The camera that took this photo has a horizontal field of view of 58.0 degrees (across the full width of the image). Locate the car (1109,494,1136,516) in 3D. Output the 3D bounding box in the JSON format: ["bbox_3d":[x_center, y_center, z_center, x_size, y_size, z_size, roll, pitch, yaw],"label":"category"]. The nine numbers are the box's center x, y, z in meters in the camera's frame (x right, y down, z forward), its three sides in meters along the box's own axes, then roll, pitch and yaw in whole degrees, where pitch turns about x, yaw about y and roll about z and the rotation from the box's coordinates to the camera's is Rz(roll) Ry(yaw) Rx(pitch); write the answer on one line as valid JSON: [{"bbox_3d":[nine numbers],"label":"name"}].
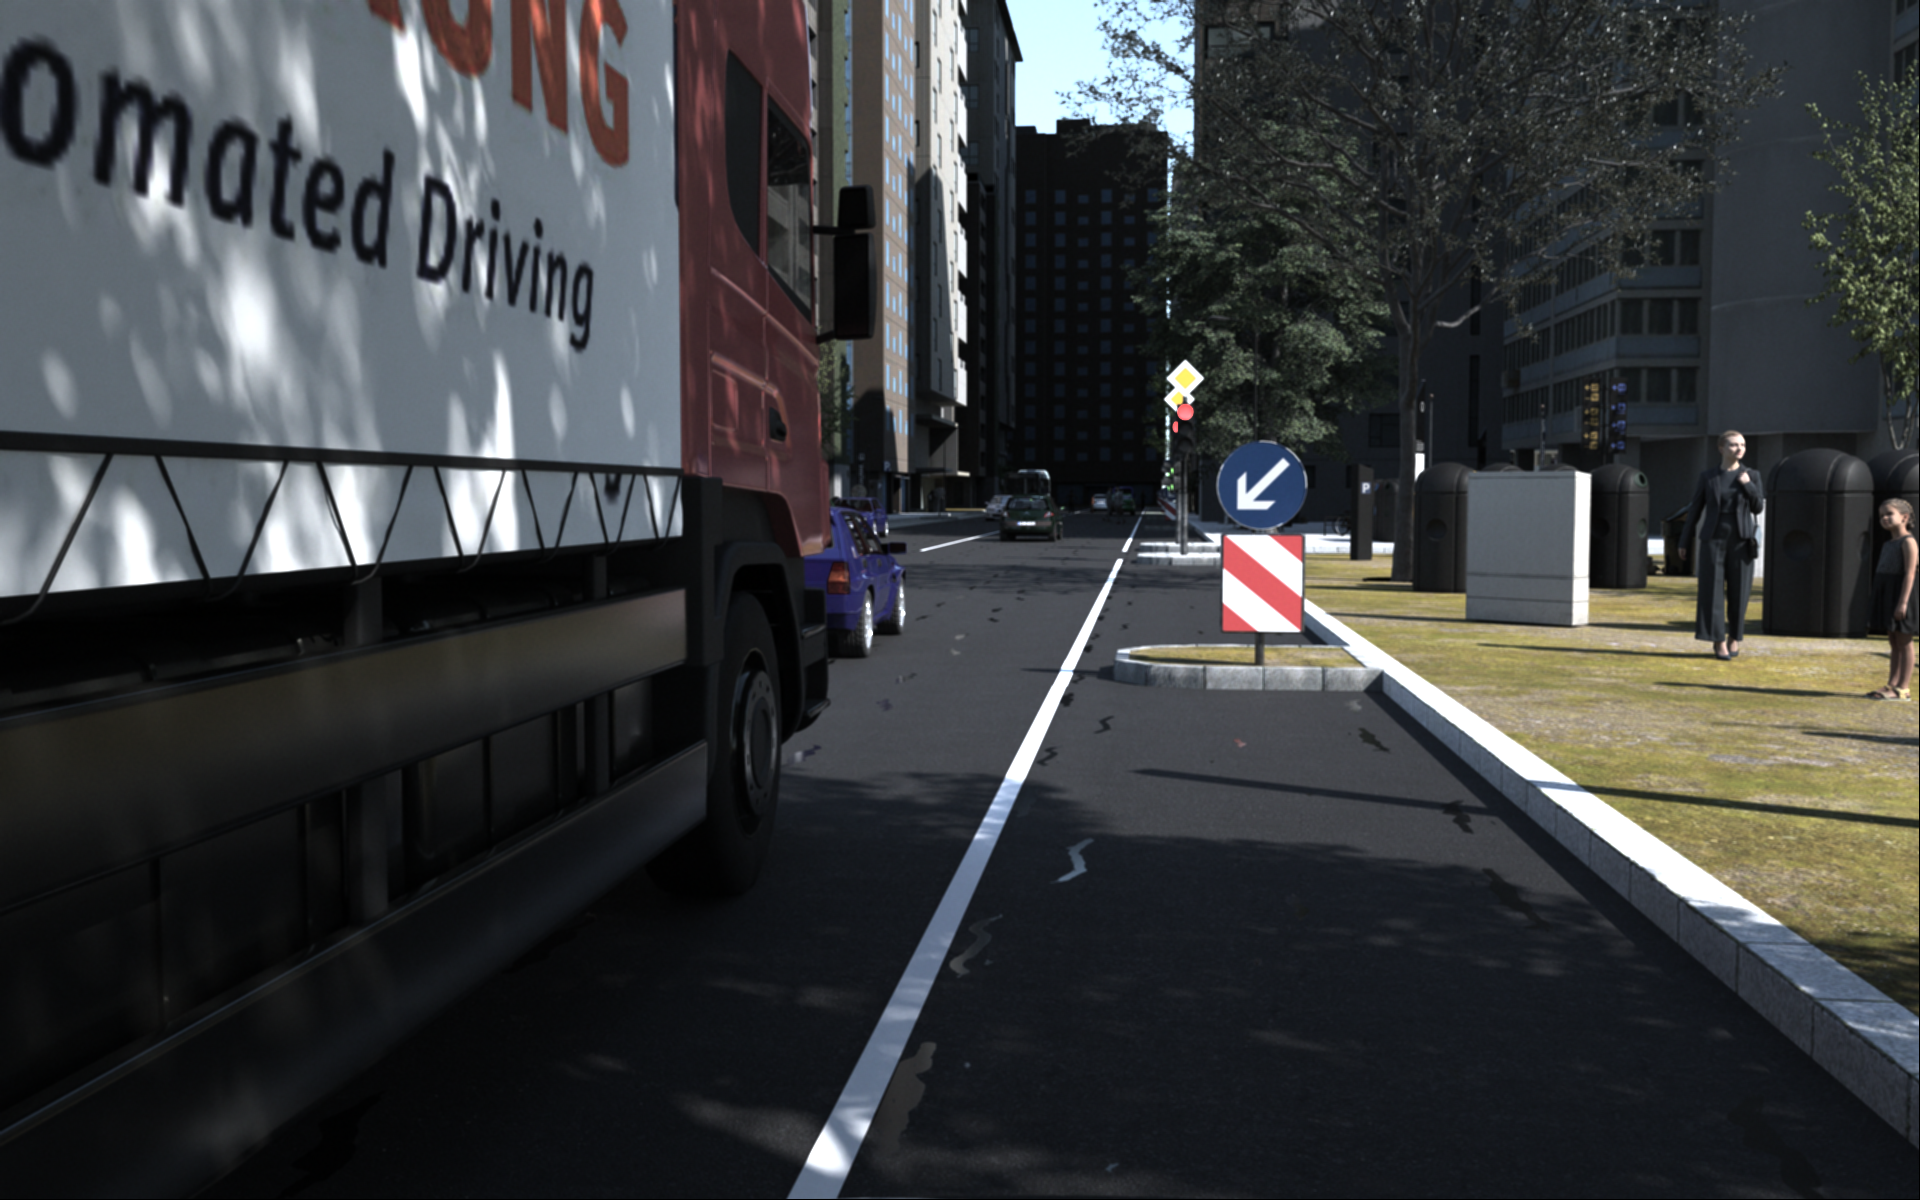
[{"bbox_3d":[10.852,-6.580,116.378,1.959,1.807,4.718,0,4,4],"label":"car"}]

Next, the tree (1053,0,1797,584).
[{"bbox_3d":[6.535,-7.001,24.843,12.009,13.543,11.850,0,3,0],"label":"tree"}]

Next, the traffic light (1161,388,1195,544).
[{"bbox_3d":[5.567,-3.381,44.202,0.839,4.253,0.868,0,4,6],"label":"traffic light"}]

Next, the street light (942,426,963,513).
[{"bbox_3d":[-0.520,-8.955,118.957,1.470,5.913,1.316,0,4,6],"label":"street light"}]

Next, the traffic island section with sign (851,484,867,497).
[{"bbox_3d":[-4.118,-3.762,70.144,1.989,1.847,2.006,0,4,6],"label":"traffic island section with sign"}]

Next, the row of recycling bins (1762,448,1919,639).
[{"bbox_3d":[9.105,-0.550,16.101,3.534,1.692,1.069,-1,4,-17],"label":"row of recycling bins"}]

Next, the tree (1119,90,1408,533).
[{"bbox_3d":[9.979,-9.119,55.744,9.857,13.997,8.962,0,3,0],"label":"tree"}]

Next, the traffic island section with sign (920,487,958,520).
[{"bbox_3d":[-1.135,-5.402,96.947,1.989,1.847,2.006,0,4,6],"label":"traffic island section with sign"}]

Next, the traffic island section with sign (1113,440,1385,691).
[{"bbox_3d":[2.216,-0.306,13.627,1.989,1.847,2.006,0,4,6],"label":"traffic island section with sign"}]

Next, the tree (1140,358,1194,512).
[{"bbox_3d":[16.994,-12.269,126.354,9.928,11.665,9.643,0,3,0],"label":"tree"}]

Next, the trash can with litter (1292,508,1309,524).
[{"bbox_3d":[14.660,-3.911,75.327,1.055,1.170,0.624,-3,4,-39],"label":"trash can with litter"}]

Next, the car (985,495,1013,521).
[{"bbox_3d":[2.419,-4.979,93.769,2.083,1.381,4.827,0,4,5],"label":"car"}]

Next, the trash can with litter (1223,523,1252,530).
[{"bbox_3d":[10.172,-3.134,62.299,1.678,1.210,2.233,0,4,3],"label":"trash can with litter"}]

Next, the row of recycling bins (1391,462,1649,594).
[{"bbox_3d":[7.633,-0.985,23.214,3.534,1.692,1.069,-1,4,-20],"label":"row of recycling bins"}]

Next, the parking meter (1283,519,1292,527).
[{"bbox_3d":[12.740,-3.775,67.440,0.399,1.863,0.255,-2,4,-29],"label":"parking meter"}]

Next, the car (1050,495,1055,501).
[{"bbox_3d":[7.164,-8.444,149.863,2.131,1.459,4.920,0,4,7],"label":"car"}]

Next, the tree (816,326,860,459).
[{"bbox_3d":[-6.639,-7.739,76.896,4.737,8.622,4.395,0,3,0],"label":"tree"}]

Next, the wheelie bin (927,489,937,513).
[{"bbox_3d":[-1.873,-6.812,119.279,0.693,1.594,0.980,0,4,7],"label":"wheelie bin"}]

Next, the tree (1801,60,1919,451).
[{"bbox_3d":[16.310,-4.851,29.682,4.737,8.622,4.395,0,3,0],"label":"tree"}]

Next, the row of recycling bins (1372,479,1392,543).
[{"bbox_3d":[11.721,-2.449,47.151,1.069,1.692,3.534,0,4,2],"label":"row of recycling bins"}]

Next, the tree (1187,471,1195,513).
[{"bbox_3d":[16.160,-7.665,119.919,1.663,3.219,1.824,0,3,0],"label":"tree"}]

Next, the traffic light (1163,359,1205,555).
[{"bbox_3d":[4.687,-2.896,36.265,0.839,4.253,0.868,0,4,6],"label":"traffic light"}]

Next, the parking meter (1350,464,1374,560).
[{"bbox_3d":[7.796,-1.704,33.565,0.399,1.863,0.255,-1,4,-23],"label":"parking meter"}]

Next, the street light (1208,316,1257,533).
[{"bbox_3d":[7.162,-4.448,45.265,1.470,5.913,1.316,0,4,6],"label":"street light"}]

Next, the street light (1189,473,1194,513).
[{"bbox_3d":[15.249,-8.903,118.104,1.470,5.913,1.316,0,4,6],"label":"street light"}]

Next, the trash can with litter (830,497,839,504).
[{"bbox_3d":[-5.727,-3.981,76.470,0.624,1.170,1.055,3,5,44],"label":"trash can with litter"}]

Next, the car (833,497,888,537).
[{"bbox_3d":[-3.406,-2.660,56.073,1.945,1.354,3.894,0,4,6],"label":"car"}]

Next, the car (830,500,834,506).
[{"bbox_3d":[-4.333,-2.312,46.592,1.959,1.807,4.718,0,4,5],"label":"car"}]

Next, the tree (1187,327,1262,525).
[{"bbox_3d":[11.069,-7.435,71.932,4.360,8.622,3.978,0,3,0],"label":"tree"}]

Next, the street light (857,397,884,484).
[{"bbox_3d":[-4.351,-6.764,83.139,1.470,5.913,1.316,0,4,6],"label":"street light"}]

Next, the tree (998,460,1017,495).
[{"bbox_3d":[3.958,-11.107,165.320,4.285,4.588,4.351,0,3,0],"label":"tree"}]

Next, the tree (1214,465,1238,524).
[{"bbox_3d":[11.920,-4.953,75.586,1.663,3.219,1.824,0,3,0],"label":"tree"}]

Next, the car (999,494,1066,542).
[{"bbox_3d":[2.223,-2.674,53.503,2.009,1.686,4.222,0,4,7],"label":"car"}]

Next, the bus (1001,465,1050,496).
[{"bbox_3d":[4.997,-8.150,128.120,2.948,3.499,13.247,0,4,6],"label":"bus"}]

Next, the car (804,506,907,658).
[{"bbox_3d":[-1.532,-0.243,16.559,1.945,1.354,3.894,0,4,5],"label":"car"}]

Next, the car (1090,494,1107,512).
[{"bbox_3d":[11.443,-7.776,139.133,2.014,1.417,4.499,0,4,8],"label":"car"}]

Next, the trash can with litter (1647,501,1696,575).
[{"bbox_3d":[11.163,-0.980,27.405,1.055,1.170,0.624,0,4,6],"label":"trash can with litter"}]
